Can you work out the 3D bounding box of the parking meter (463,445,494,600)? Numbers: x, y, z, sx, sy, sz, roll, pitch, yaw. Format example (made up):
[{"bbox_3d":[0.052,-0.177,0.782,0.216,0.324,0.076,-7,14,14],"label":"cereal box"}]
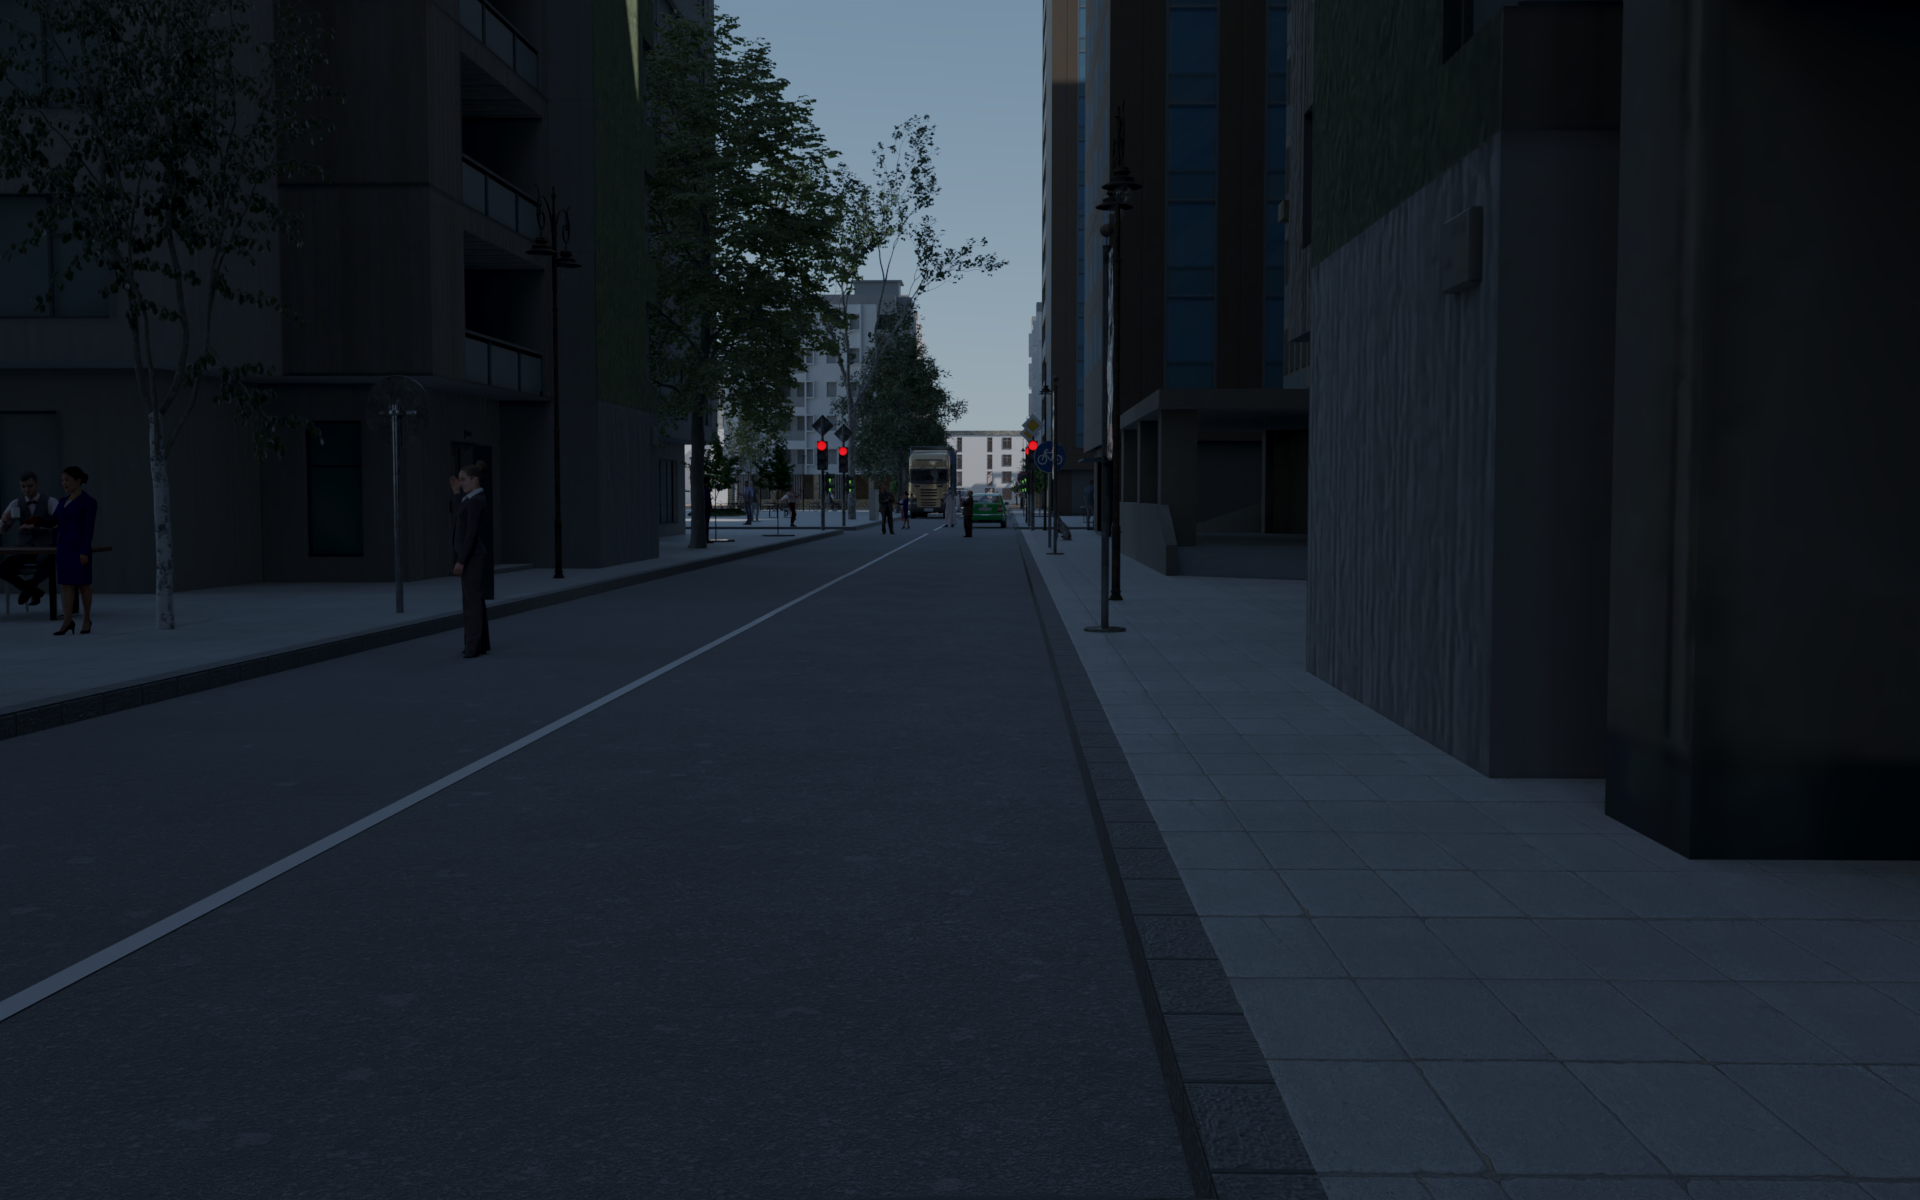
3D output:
[{"bbox_3d":[-5.856,-0.939,21.068,0.255,1.863,0.399,-2,4,-34],"label":"parking meter"}]

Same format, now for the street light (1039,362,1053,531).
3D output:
[{"bbox_3d":[2.986,-5.374,60.649,0.468,5.910,1.993,0,4,1],"label":"street light"}]

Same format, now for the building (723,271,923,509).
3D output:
[{"bbox_3d":[-11.778,-18.020,151.048,16.016,20.091,11.380,0,4,1],"label":"building"}]

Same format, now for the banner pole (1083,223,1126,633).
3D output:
[{"bbox_3d":[1.359,-1.583,15.893,0.401,3.779,0.863,0,4,0],"label":"banner pole"}]

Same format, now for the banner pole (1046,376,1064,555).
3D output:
[{"bbox_3d":[2.014,-2.871,36.965,0.401,3.779,0.863,0,4,-2],"label":"banner pole"}]

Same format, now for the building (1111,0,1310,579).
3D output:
[{"bbox_3d":[19.506,-20.829,32.428,32.217,40.220,23.993,0,4,1],"label":"building"}]

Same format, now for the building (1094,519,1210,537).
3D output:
[{"bbox_3d":[11.018,-24.565,51.749,14.600,45.320,14.200,0,4,1],"label":"building"}]

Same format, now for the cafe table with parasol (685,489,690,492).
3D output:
[{"bbox_3d":[-20.731,-7.342,124.899,2.610,1.966,2.610,-1,4,-19],"label":"cafe table with parasol"}]

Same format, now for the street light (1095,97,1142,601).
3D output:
[{"bbox_3d":[1.884,-2.934,20.761,0.468,5.910,1.993,0,4,1],"label":"street light"}]

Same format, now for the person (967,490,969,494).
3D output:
[{"bbox_3d":[0.817,-10.413,178.883,0.705,1.807,1.348,-1,4,-13],"label":"person"}]

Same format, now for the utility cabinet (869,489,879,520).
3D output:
[{"bbox_3d":[-4.180,-4.604,83.960,0.318,1.500,1.173,0,4,6],"label":"utility cabinet"}]

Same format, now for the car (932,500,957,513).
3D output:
[{"bbox_3d":[-1.253,-7.360,130.558,2.015,1.641,3.980,0,4,2],"label":"car"}]

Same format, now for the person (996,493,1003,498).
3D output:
[{"bbox_3d":[4.356,-11.864,202.618,1.348,1.807,0.705,0,4,-1],"label":"person"}]

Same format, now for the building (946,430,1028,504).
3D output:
[{"bbox_3d":[9.025,-17.785,232.934,28.070,9.664,9.099,0,4,1],"label":"building"}]

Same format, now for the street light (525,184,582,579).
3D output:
[{"bbox_3d":[-6.112,-3.267,26.207,0.468,5.910,1.993,0,4,1],"label":"street light"}]

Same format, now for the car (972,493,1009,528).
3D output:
[{"bbox_3d":[1.115,-3.989,74.009,1.959,1.807,4.718,0,4,2],"label":"car"}]

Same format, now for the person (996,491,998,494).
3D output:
[{"bbox_3d":[3.986,-10.869,186.762,0.434,1.755,0.990,-2,4,-32],"label":"person"}]

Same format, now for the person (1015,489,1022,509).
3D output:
[{"bbox_3d":[5.253,-8.546,146.471,1.217,1.736,0.721,0,4,-5],"label":"person"}]

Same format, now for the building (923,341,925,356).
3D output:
[{"bbox_3d":[-11.512,-18.715,162.404,16.016,20.091,11.380,0,4,1],"label":"building"}]

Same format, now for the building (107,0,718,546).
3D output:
[{"bbox_3d":[-14.889,-22.502,51.506,14.086,41.232,14.154,0,4,1],"label":"building"}]

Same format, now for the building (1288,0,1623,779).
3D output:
[{"bbox_3d":[9.581,-14.792,13.551,14.160,30.474,14.107,0,4,1],"label":"building"}]

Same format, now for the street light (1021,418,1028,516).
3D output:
[{"bbox_3d":[3.971,-7.954,102.836,0.468,5.910,1.993,0,4,1],"label":"street light"}]

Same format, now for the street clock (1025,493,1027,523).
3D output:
[{"bbox_3d":[3.037,-4.437,77.118,0.471,2.002,0.358,3,4,38],"label":"street clock"}]

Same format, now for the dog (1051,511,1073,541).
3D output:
[{"bbox_3d":[2.883,-2.049,47.887,0.513,0.831,0.800,-3,5,-42],"label":"dog"}]

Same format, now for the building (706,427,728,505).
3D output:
[{"bbox_3d":[-16.559,-16.758,216.145,28.070,9.664,9.099,0,4,1],"label":"building"}]

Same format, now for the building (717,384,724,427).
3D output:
[{"bbox_3d":[-21.084,-22.680,237.270,31.486,18.905,16.747,0,4,1],"label":"building"}]

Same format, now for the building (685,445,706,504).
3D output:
[{"bbox_3d":[-44.625,-16.789,216.650,28.070,9.664,9.099,0,4,1],"label":"building"}]

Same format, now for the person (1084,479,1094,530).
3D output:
[{"bbox_3d":[4.679,-3.371,61.291,0.434,1.807,0.598,-2,4,-29],"label":"person"}]

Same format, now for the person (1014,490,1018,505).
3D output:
[{"bbox_3d":[6.335,-11.565,195.838,0.721,1.736,1.217,-1,4,-12],"label":"person"}]

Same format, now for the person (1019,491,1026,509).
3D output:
[{"bbox_3d":[5.521,-8.878,151.922,0.721,1.736,1.217,3,4,36],"label":"person"}]

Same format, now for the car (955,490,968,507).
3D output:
[{"bbox_3d":[-0.163,-9.262,160.113,2.281,1.827,5.304,0,4,1],"label":"car"}]

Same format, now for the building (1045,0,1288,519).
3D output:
[{"bbox_3d":[12.333,-27.886,106.052,14.600,45.320,14.200,0,4,1],"label":"building"}]

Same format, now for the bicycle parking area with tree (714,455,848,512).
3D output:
[{"bbox_3d":[-13.201,-8.714,129.479,9.016,4.147,8.231,-2,4,-30],"label":"bicycle parking area with tree"}]

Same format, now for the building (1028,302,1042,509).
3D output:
[{"bbox_3d":[14.464,-18.717,162.441,16.016,20.091,11.380,0,4,1],"label":"building"}]

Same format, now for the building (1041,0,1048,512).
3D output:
[{"bbox_3d":[17.147,-31.111,132.369,21.300,48.544,21.600,0,4,1],"label":"building"}]

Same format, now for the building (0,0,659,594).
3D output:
[{"bbox_3d":[-13.256,-21.004,27.018,14.154,41.232,14.086,0,4,1],"label":"building"}]

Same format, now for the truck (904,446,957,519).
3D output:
[{"bbox_3d":[-1.618,-7.048,104.140,2.839,4.237,11.283,0,4,2],"label":"truck"}]
